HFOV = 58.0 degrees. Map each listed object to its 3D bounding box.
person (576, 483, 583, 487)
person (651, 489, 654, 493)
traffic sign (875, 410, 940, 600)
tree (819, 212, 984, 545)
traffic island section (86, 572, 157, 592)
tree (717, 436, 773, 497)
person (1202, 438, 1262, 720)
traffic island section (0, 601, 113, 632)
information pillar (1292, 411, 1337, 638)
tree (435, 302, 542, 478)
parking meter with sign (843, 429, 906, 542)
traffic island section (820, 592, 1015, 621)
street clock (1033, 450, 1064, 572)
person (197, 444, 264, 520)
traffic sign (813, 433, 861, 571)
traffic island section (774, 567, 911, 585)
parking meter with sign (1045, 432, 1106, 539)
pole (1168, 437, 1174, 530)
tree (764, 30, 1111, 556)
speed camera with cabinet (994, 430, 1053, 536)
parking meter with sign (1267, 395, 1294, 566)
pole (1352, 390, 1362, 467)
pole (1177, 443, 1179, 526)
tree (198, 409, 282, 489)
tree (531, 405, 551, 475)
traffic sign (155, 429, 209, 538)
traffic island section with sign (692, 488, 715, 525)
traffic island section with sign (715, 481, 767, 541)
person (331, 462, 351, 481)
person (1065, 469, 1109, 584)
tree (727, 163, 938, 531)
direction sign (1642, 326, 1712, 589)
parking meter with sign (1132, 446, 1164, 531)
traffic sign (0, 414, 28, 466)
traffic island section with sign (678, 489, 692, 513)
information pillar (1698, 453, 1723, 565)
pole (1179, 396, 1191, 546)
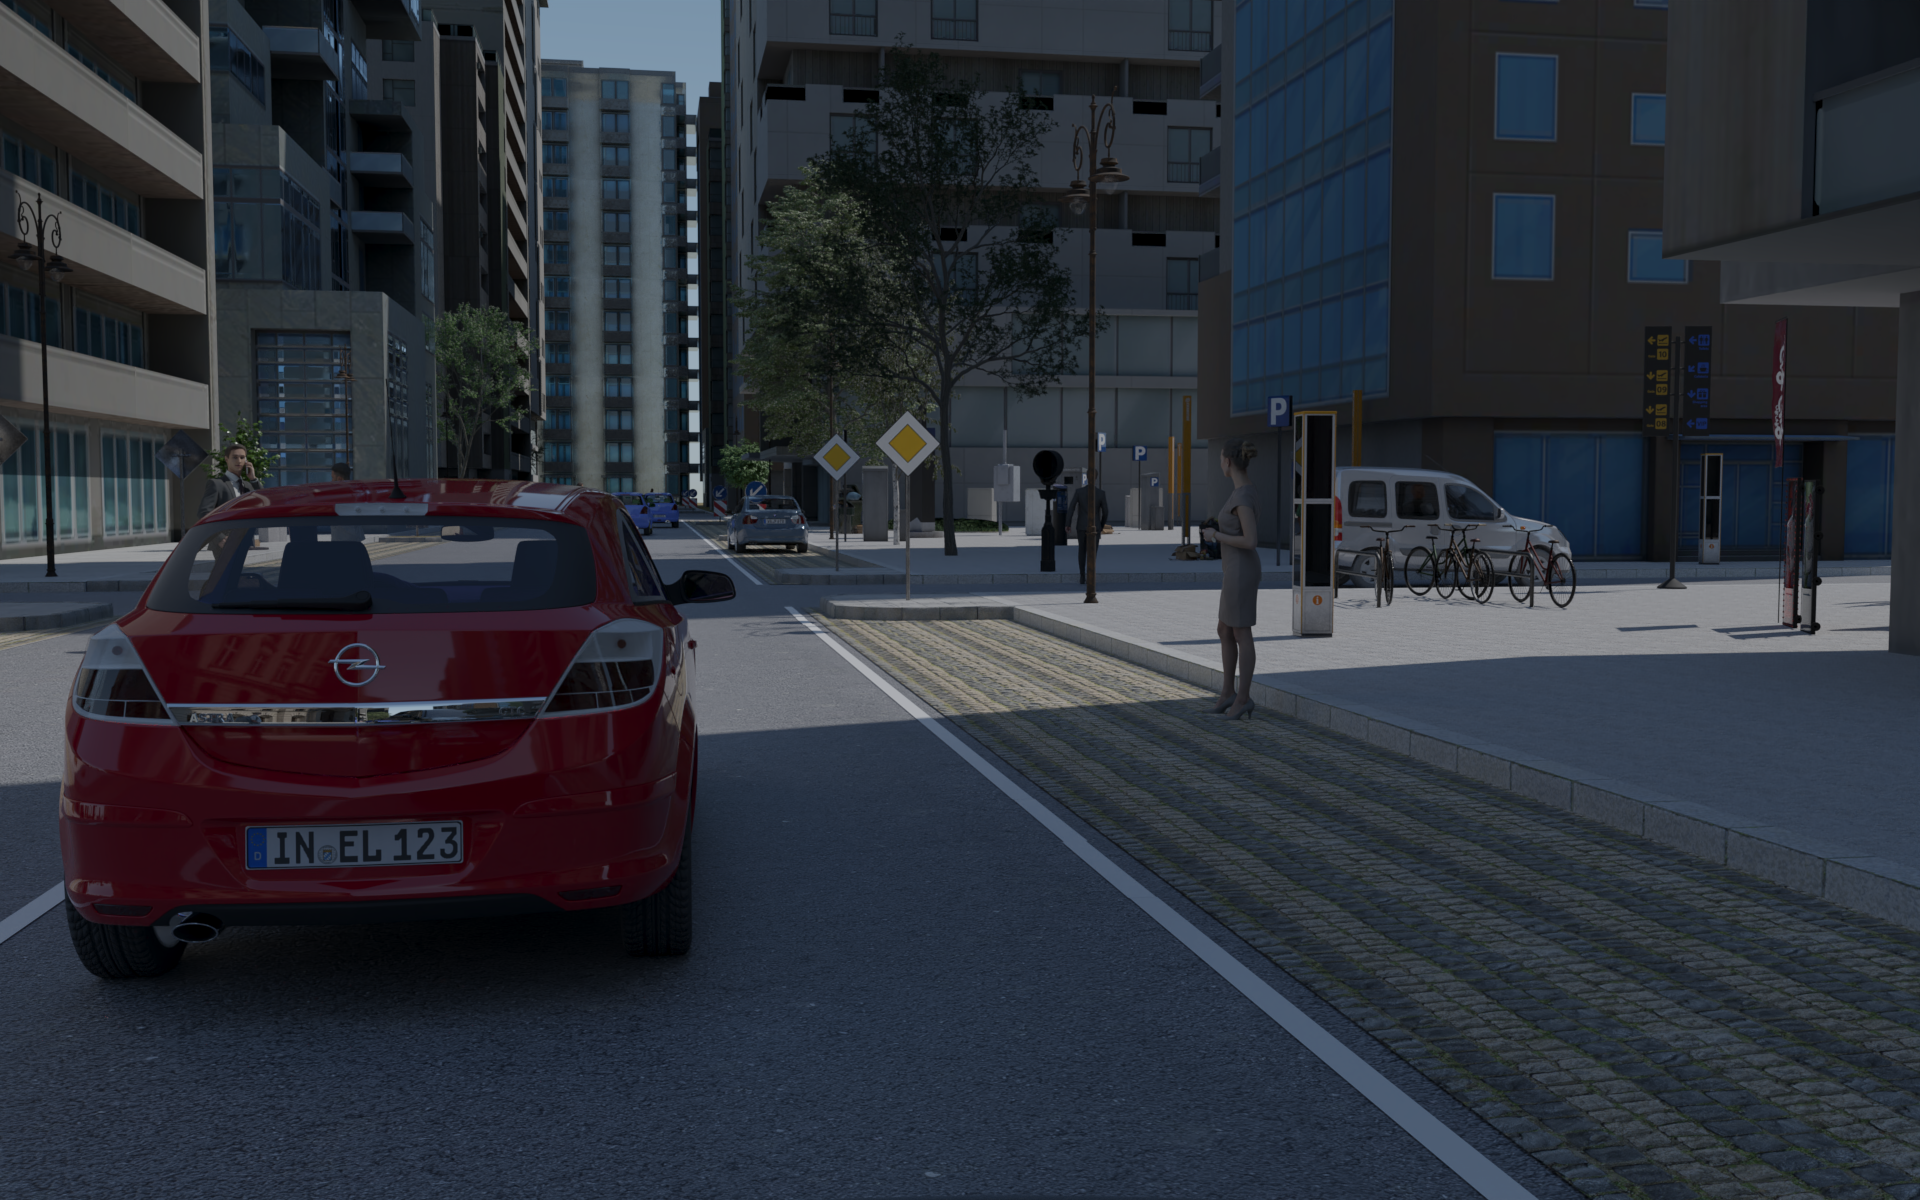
[{"bbox_3d":[-12.078,-2.830,55.014,0.529,1.795,0.600,0,4,5],"label":"person"},{"bbox_3d":[-21.288,-6.799,119.687,0.705,1.821,1.348,-2,4,-27],"label":"person"},{"bbox_3d":[-0.632,-1.051,20.831,0.795,2.450,0.064,-1,4,-10],"label":"traffic sign"},{"bbox_3d":[-1.554,-5.678,43.191,4.360,8.622,3.978,0,3,0],"label":"tree"},{"bbox_3d":[-12.102,-0.287,26.975,2.009,0.180,2.903,-1,4,-10],"label":"traffic island section"},{"bbox_3d":[-12.187,-7.032,98.692,4.285,4.588,4.351,0,3,0],"label":"tree"},{"bbox_3d":[1.712,-0.128,10.932,0.374,1.781,0.599,0,4,7],"label":"person"},{"bbox_3d":[-10.692,0.194,19.115,2.009,0.180,2.903,-1,4,-10],"label":"traffic island section"},{"bbox_3d":[3.176,-0.676,15.548,0.304,2.012,0.304,0,4,-5],"label":"information pillar"},{"bbox_3d":[-26.561,-10.198,92.497,9.928,11.665,9.643,0,3,0],"label":"tree"},{"bbox_3d":[-2.283,-3.096,46.881,1.738,3.016,0.543,0,4,-7],"label":"parking meter with sign"},{"bbox_3d":[-0.610,0.084,20.912,2.009,0.180,2.903,-1,4,-10],"label":"traffic island section"},{"bbox_3d":[1.454,-1.468,28.578,0.471,2.002,0.358,2,4,31],"label":"street clock"},{"bbox_3d":[-6.765,-0.510,16.203,0.474,1.900,0.648,0,4,5],"label":"person"},{"bbox_3d":[-2.042,-1.532,28.691,0.795,2.450,0.064,-1,4,-10],"label":"traffic sign"},{"bbox_3d":[-2.020,-0.397,28.772,2.009,0.180,2.903,-1,4,-10],"label":"traffic island section"},{"bbox_3d":[3.265,-3.260,49.562,1.738,3.016,0.543,2,4,30],"label":"parking meter with sign"},{"bbox_3d":[7.519,-4.150,61.694,0.158,3.312,0.155,0,3,0],"label":"pole"},{"bbox_3d":[-0.528,-6.200,35.781,7.601,10.594,8.767,-1,4,-12],"label":"tree"},{"bbox_3d":[2.087,-3.620,53.528,2.038,3.252,0.660,2,4,24],"label":"speed camera with cabinet"},{"bbox_3d":[6.359,-2.140,31.242,1.738,3.016,0.543,-2,4,-34],"label":"parking meter with sign"},{"bbox_3d":[7.786,-2.458,34.027,0.158,3.312,0.155,0,3,0],"label":"pole"},{"bbox_3d":[8.767,-4.611,69.234,0.158,3.312,0.155,0,3,0],"label":"pole"},{"bbox_3d":[-16.510,-2.768,39.854,1.663,3.219,1.824,0,3,0],"label":"tree"},{"bbox_3d":[-35.494,-11.643,140.725,4.360,8.622,3.978,0,3,0],"label":"tree"},{"bbox_3d":[-12.080,-1.424,26.918,0.795,2.450,0.064,-1,4,-10],"label":"traffic sign"},{"bbox_3d":[-11.223,-4.368,80.038,1.989,1.847,2.006,-1,4,-10],"label":"traffic island section with sign"},{"bbox_3d":[-6.421,-2.732,53.302,1.989,1.847,2.006,-1,4,-10],"label":"traffic island section with sign"},{"bbox_3d":[-7.271,-0.713,20.342,0.466,1.800,0.511,0,4,2],"label":"person"},{"bbox_3d":[2.024,-1.167,27.357,0.659,1.850,0.755,1,4,10],"label":"person"},{"bbox_3d":[-4.694,-8.667,59.837,7.486,12.596,7.792,0,3,0],"label":"tree"},{"bbox_3d":[9.668,-1.921,23.413,0.876,3.537,0.379,0,4,3],"label":"direction sign"},{"bbox_3d":[6.739,-3.991,61.517,0.543,3.016,1.738,-1,4,-20],"label":"parking meter with sign"},{"bbox_3d":[-10.670,-0.943,19.057,0.795,2.450,0.064,-1,4,-10],"label":"traffic sign"},{"bbox_3d":[-19.999,-7.358,128.933,1.989,1.847,2.006,-1,4,-10],"label":"traffic island section with sign"},{"bbox_3d":[13.631,-1.649,31.461,0.304,2.012,0.304,0,4,8],"label":"information pillar"},{"bbox_3d":[4.705,-2.577,35.979,0.158,3.312,0.155,0,3,0],"label":"pole"}]
